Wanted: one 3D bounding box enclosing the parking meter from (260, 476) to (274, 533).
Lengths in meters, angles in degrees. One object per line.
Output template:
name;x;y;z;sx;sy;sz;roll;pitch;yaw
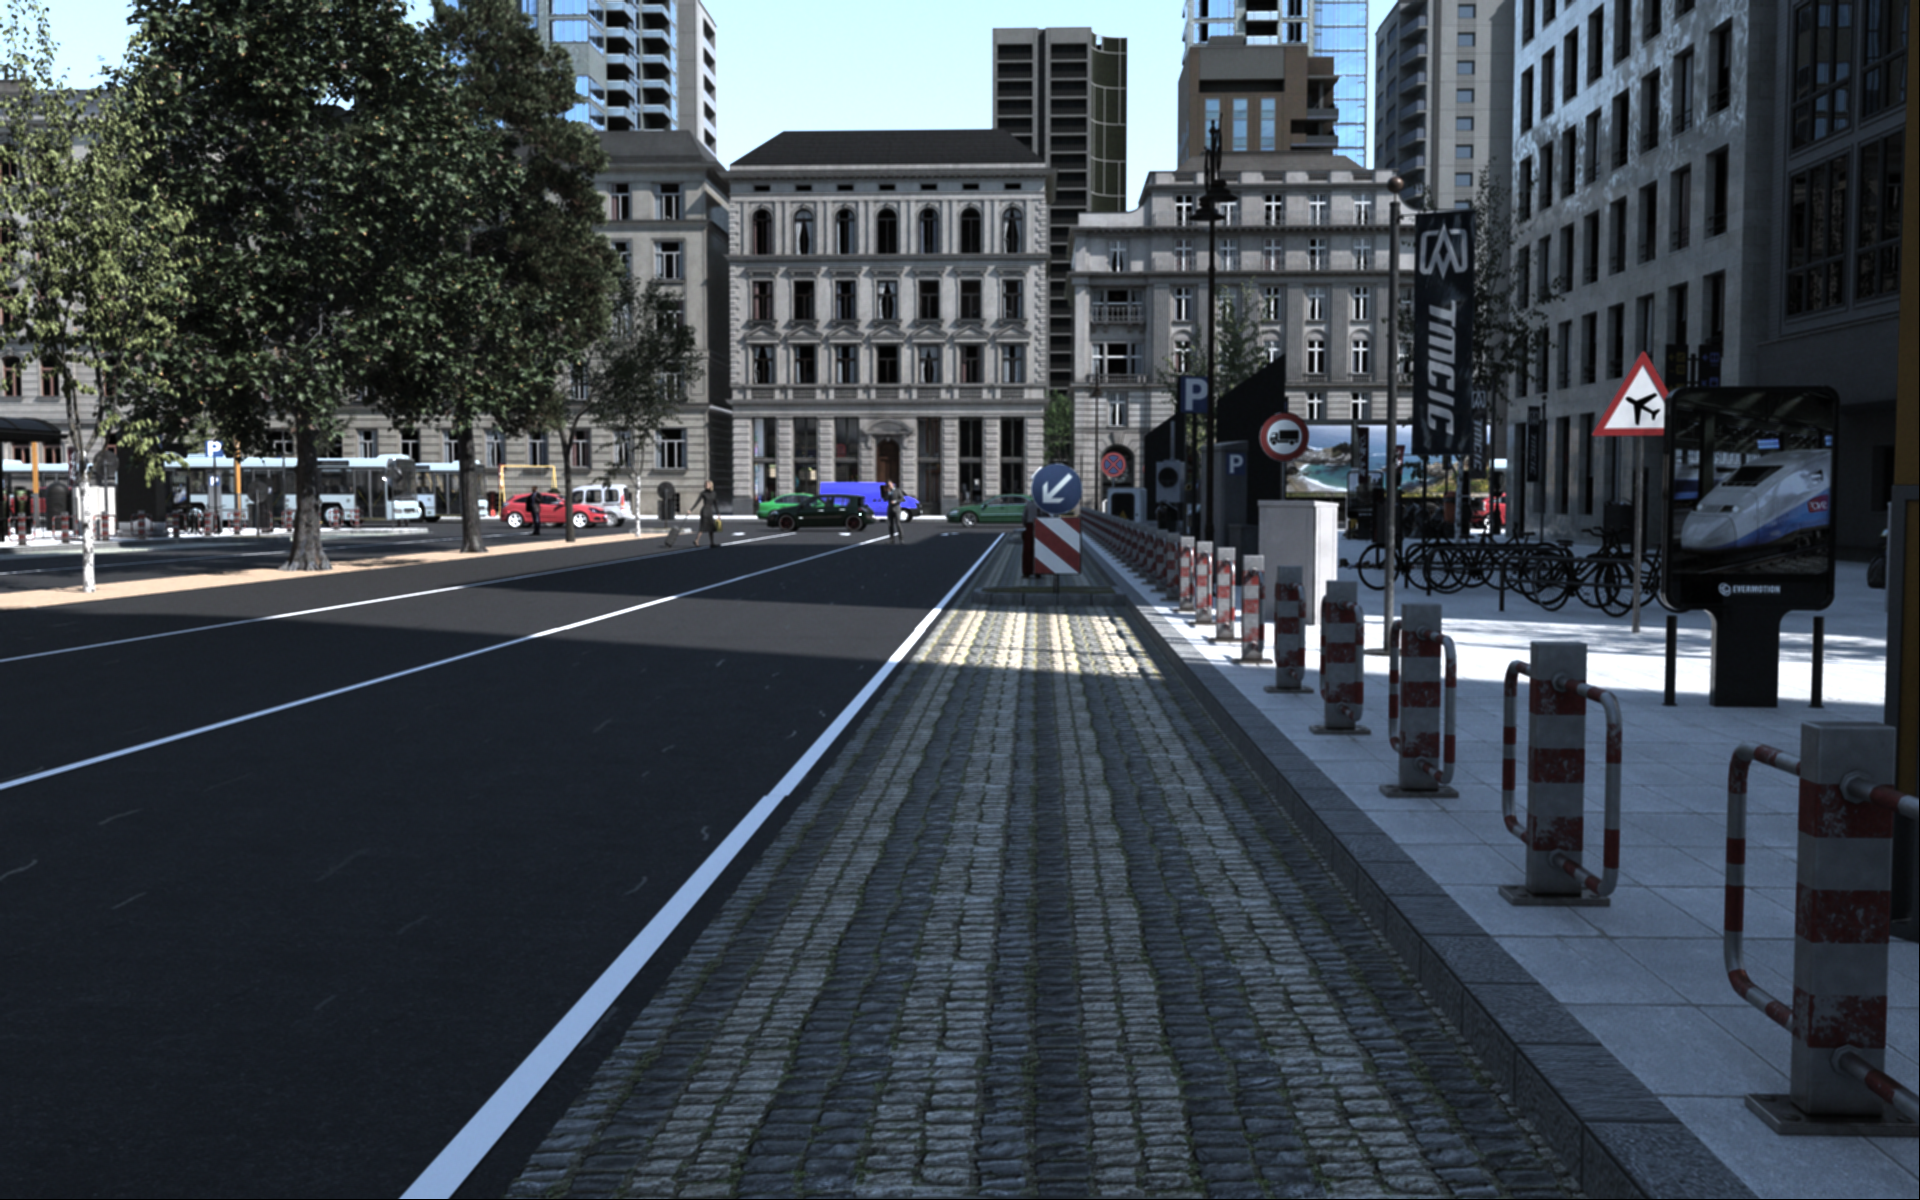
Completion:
parking meter;-23.074;-3.178;57.669;0.255;1.863;0.399;1;4;10

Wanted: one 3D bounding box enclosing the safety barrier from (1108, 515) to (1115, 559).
safety barrier;3.161;-1.221;34.243;0.300;0.817;1.120;0;4;3

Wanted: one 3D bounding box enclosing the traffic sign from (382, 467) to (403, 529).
traffic sign;-20.807;-3.664;63.550;0.795;2.450;0.064;0;4;3

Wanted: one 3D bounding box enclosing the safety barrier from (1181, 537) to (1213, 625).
safety barrier;2.392;-0.165;16.977;0.300;0.817;1.120;0;4;3

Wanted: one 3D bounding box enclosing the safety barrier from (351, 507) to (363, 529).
safety barrier;-22.307;-3.045;64.066;0.300;0.817;1.120;0;4;3

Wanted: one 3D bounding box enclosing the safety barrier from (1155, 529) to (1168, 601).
safety barrier;2.560;-0.399;20.806;0.300;0.817;1.120;0;4;3

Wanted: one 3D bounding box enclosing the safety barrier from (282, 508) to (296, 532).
safety barrier;-22.565;-2.691;58.274;0.300;0.817;1.120;0;4;3

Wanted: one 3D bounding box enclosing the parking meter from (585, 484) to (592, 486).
parking meter;-21.193;-5.693;98.788;0.399;1.863;0.255;-3;4;-38

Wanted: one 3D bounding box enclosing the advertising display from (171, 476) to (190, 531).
advertising display;-27.252;-3.388;60.601;0.974;1.923;0.123;3;4;37

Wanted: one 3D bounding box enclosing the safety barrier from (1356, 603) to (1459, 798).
safety barrier;1.958;0.422;7.371;0.300;0.817;1.120;0;4;3

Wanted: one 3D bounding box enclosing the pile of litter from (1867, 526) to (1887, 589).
pile of litter;13.093;-0.598;23.738;1.719;0.858;1.176;-2;4;-35

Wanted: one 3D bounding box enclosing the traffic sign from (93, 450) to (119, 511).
traffic sign;-24.636;-3.049;49.962;0.768;2.556;0.104;0;4;3

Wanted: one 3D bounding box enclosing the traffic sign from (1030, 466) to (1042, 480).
traffic sign;2.912;-3.598;62.471;0.795;2.450;0.064;0;4;3

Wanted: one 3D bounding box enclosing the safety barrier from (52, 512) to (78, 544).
safety barrier;-23.167;-1.870;44.842;0.300;0.817;1.120;0;4;3

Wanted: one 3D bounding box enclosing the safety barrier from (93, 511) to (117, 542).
safety barrier;-23.078;-1.987;46.757;0.300;0.817;1.120;0;4;3

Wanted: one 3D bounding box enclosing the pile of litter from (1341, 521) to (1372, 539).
pile of litter;11.496;-2.193;49.824;1.719;0.858;1.176;-3;5;-40

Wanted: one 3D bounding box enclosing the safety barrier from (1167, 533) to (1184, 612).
safety barrier;2.476;-0.282;18.891;0.300;0.817;1.120;0;4;3

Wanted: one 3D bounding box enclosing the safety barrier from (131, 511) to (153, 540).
safety barrier;-22.996;-2.104;48.672;0.300;0.817;1.120;0;4;3

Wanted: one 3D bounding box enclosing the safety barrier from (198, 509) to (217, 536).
safety barrier;-22.822;-2.340;52.529;0.300;0.817;1.120;0;4;3

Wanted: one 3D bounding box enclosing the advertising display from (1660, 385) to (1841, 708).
advertising display;4.737;-0.318;10.417;0.974;1.923;0.123;0;4;6

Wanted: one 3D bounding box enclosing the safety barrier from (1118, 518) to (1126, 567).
safety barrier;2.992;-0.986;30.390;0.300;0.817;1.120;0;4;3

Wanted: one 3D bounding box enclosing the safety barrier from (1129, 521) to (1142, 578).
safety barrier;2.819;-0.751;26.553;0.300;0.817;1.120;0;4;3

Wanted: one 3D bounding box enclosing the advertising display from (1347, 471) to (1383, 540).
advertising display;11.345;-2.650;48.534;0.974;1.923;0.123;1;4;19

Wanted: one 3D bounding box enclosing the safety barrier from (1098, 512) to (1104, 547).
safety barrier;3.423;-1.574;40.004;0.300;0.817;1.120;0;4;3

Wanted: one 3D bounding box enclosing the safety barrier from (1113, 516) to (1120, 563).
safety barrier;3.075;-1.103;32.316;0.300;0.817;1.120;0;4;3

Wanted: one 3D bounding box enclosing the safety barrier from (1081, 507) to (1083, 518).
safety barrier;4.110;-2.512;55.343;0.300;0.817;1.120;0;4;3

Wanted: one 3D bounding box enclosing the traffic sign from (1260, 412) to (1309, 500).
traffic sign;5.051;-1.647;27.039;0.768;2.556;0.104;0;4;5

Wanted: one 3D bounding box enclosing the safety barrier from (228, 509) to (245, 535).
safety barrier;-22.734;-2.457;54.444;0.300;0.817;1.120;0;4;3

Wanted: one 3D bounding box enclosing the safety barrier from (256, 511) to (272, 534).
safety barrier;-22.653;-2.574;56.360;0.300;0.817;1.120;0;4;3

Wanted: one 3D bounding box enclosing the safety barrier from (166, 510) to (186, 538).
safety barrier;-22.906;-2.222;50.605;0.300;0.817;1.120;0;4;3

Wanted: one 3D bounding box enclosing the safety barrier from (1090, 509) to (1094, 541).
safety barrier;3.681;-1.925;45.754;0.300;0.817;1.120;0;4;3

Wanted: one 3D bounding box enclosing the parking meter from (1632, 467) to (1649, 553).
parking meter;14.615;-1.928;37.236;0.255;1.863;0.399;2;4;33

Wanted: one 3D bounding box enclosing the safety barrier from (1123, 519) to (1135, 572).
safety barrier;2.904;-0.869;28.475;0.300;0.817;1.120;0;4;3

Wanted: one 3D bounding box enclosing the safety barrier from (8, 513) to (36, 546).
safety barrier;-23.251;-1.752;42.927;0.300;0.817;1.120;0;4;3

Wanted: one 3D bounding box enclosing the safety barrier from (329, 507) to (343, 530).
safety barrier;-22.392;-2.928;62.151;0.300;0.817;1.120;0;4;3

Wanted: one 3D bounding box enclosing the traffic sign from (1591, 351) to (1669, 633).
traffic sign;6.230;-0.972;15.891;0.884;2.594;0.081;0;4;6

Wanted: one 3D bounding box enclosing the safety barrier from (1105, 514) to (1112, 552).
safety barrier;3.253;-1.339;36.174;0.300;0.817;1.120;0;4;3

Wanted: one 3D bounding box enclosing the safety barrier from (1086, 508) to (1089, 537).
safety barrier;3.853;-2.160;49.584;0.300;0.817;1.120;0;4;3

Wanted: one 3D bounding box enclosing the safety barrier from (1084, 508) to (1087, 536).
safety barrier;3.936;-2.277;51.498;0.300;0.817;1.120;0;4;3

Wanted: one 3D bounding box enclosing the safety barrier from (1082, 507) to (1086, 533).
safety barrier;4.021;-2.395;53.428;0.300;0.817;1.120;0;4;3

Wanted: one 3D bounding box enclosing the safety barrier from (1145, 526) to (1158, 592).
safety barrier;2.651;-0.517;22.723;0.300;0.817;1.120;0;4;3

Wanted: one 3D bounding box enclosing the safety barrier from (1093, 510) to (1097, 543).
safety barrier;3.597;-1.808;43.836;0.300;0.817;1.120;0;4;3

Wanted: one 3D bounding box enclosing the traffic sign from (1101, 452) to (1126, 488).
traffic sign;4.616;-3.183;52.153;0.768;2.556;0.104;0;4;6

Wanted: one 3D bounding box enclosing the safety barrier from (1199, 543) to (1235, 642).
safety barrier;2.307;-0.047;15.050;0.300;0.817;1.120;0;4;3

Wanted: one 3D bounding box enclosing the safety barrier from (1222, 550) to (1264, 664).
safety barrier;2.219;0.070;13.136;0.300;0.817;1.120;0;4;3

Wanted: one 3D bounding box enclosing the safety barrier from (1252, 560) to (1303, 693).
safety barrier;2.133;0.187;11.219;0.300;0.817;1.120;0;4;3

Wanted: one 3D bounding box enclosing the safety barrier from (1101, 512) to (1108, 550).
safety barrier;3.337;-1.457;38.089;0.300;0.817;1.120;0;4;3

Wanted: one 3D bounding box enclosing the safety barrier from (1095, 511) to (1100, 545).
safety barrier;3.510;-1.691;41.921;0.300;0.817;1.120;0;4;3

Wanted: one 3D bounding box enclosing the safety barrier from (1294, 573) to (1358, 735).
safety barrier;2.043;0.305;9.294;0.300;0.817;1.120;0;4;3

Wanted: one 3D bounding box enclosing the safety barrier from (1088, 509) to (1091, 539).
safety barrier;3.766;-2.042;47.669;0.300;0.817;1.120;0;4;3

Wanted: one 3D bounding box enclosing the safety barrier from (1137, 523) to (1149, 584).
safety barrier;2.733;-0.634;24.638;0.300;0.817;1.120;0;4;3
